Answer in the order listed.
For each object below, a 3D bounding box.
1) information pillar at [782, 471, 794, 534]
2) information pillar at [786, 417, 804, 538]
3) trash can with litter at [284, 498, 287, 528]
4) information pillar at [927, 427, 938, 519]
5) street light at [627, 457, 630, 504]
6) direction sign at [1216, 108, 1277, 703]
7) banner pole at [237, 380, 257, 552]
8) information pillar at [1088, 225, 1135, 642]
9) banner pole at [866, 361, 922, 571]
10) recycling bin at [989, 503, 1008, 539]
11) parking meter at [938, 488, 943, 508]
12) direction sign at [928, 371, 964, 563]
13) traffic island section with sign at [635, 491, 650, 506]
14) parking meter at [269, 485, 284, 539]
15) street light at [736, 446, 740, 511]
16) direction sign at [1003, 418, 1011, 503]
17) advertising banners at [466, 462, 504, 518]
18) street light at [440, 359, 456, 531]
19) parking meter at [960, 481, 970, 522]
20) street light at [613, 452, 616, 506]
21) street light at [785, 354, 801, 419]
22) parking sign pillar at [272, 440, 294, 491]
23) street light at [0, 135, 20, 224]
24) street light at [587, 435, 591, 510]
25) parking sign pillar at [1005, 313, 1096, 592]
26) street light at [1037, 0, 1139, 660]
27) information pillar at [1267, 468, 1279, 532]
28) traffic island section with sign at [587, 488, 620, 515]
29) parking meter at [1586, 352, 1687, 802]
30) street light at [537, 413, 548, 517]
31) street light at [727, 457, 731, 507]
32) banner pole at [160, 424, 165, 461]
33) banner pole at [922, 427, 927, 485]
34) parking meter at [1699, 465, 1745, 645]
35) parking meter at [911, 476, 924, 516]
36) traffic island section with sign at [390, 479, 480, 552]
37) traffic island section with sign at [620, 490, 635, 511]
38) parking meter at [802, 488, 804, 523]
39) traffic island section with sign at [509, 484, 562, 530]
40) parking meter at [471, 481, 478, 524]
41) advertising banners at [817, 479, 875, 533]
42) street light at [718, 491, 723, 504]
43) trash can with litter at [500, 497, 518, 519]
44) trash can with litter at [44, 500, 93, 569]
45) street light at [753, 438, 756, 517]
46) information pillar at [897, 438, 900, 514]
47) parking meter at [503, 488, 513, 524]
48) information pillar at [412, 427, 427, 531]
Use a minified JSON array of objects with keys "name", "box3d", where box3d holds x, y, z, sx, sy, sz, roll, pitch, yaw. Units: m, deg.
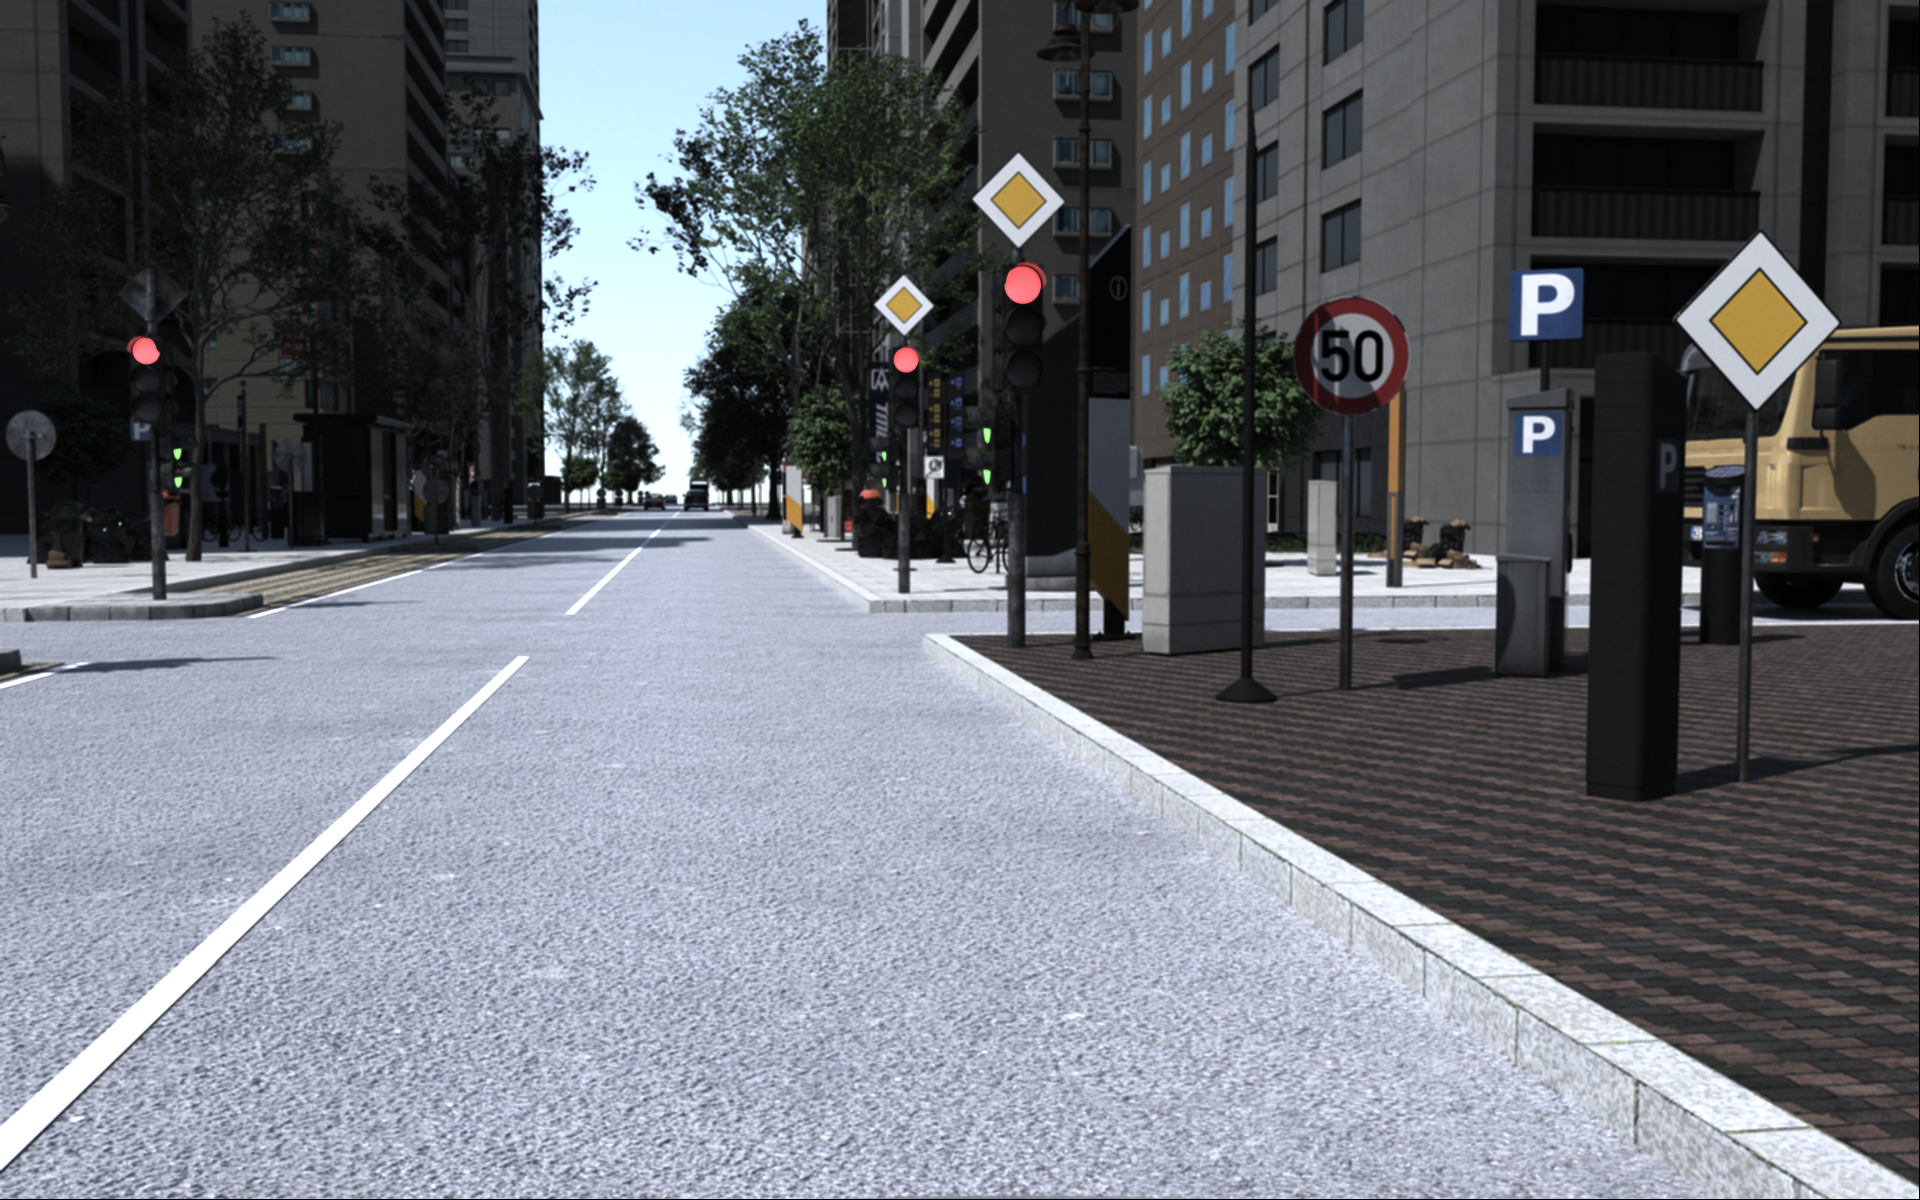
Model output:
[{"name":"information pillar","box3d":[-5.487,-3.112,55.368,0.304,2.012,0.304,1,4,19]},{"name":"information pillar","box3d":[-4.818,-3.614,50.438,0.504,3.616,0.183,0,4,8]},{"name":"trash can with litter","box3d":[-25.801,-3.346,66.096,1.055,1.170,0.624,0,4,3]},{"name":"information pillar","box3d":[-0.802,-3.645,50.947,0.183,3.616,0.504,-3,4,-36]},{"name":"street light","box3d":[-41.526,-14.945,217.131,0.468,5.910,1.993,-1,4,-9]},{"name":"direction sign","box3d":[1.785,-1.143,10.691,0.379,3.537,0.876,1,4,11]},{"name":"banner pole","box3d":[-15.921,-2.963,38.462,0.401,3.779,0.863,-2,4,-35]},{"name":"information pillar","box3d":[1.290,-1.450,15.069,0.504,3.616,0.183,-3,4,-37]},{"name":"banner pole","box3d":[-1.145,-2.378,28.902,0.863,3.779,0.401,-1,4,-18]},{"name":"recycling bin","box3d":[1.165,-2.286,49.936,0.722,1.027,0.722,-2,4,-30]},{"name":"parking meter","box3d":[-0.890,-3.977,73.443,0.372,1.533,0.369,0,3,0]},{"name":"direction sign","box3d":[-0.267,-2.461,32.234,0.876,3.537,0.379,3,5,41]},{"name":"traffic island section with sign","box3d":[-37.009,-11.774,201.136,1.989,1.847,2.006,-1,4,-9]},{"name":"parking meter","box3d":[-19.721,-2.544,50.005,0.372,1.533,0.369,0,3,0]},{"name":"street light","box3d":[-16.966,-9.774,132.596,0.468,5.910,1.993,-1,4,-9]},{"name":"direction sign","box3d":[1.314,-3.643,51.564,0.379,3.537,0.876,2,4,34]},{"name":"advertising banners","box3d":[-25.799,-5.988,94.084,2.074,3.025,0.090,0,4,8]},{"name":"street light","box3d":[-17.522,-5.301,59.454,0.468,5.910,1.993,-1,4,-9]},{"name":"parking meter","box3d":[0.232,-4.238,75.008,0.399,1.863,0.255,1,4,10]},{"name":"street light","box3d":[-35.659,-12.598,178.758,0.468,5.910,1.993,-1,4,-9]},{"name":"street light","box3d":[-5.512,-5.161,57.174,0.468,5.910,1.993,-1,4,-9]},{"name":"parking sign pillar","box3d":[-33.762,-5.989,86.393,1.447,3.967,1.447,1,4,8]},{"name":"street light","box3d":[-11.817,-2.942,20.889,0.468,5.910,1.993,-1,4,-9]},{"name":"street light","box3d":[-29.114,-9.973,135.853,0.468,5.910,1.993,-1,4,-9]},{"name":"parking sign pillar","box3d":[1.330,-2.130,23.297,1.447,3.967,1.447,-2,4,-31]},{"name":"street light","box3d":[0.955,-2.479,13.321,0.468,5.910,1.993,-1,4,-9]},{"name":"information pillar","box3d":[8.860,-2.722,48.992,0.304,2.012,0.304,1,4,13]},{"name":"traffic island section with sign","box3d":[-24.613,-6.763,119.208,1.989,1.847,2.006,-1,4,-9]},{"name":"parking meter","box3d":[2.875,-0.101,7.357,0.399,1.863,0.255,-3,5,-44]},{"name":"street light","box3d":[-23.405,-7.608,97.185,0.468,5.910,1.993,-1,4,-9]},{"name":"street light","box3d":[-22.822,-12.142,171.308,0.468,5.910,1.993,-1,4,-9]},{"name":"banner pole","box3d":[-24.901,-3.914,54.008,0.863,3.779,0.401,3,4,38]},{"name":"banner pole","box3d":[-1.184,-4.104,57.110,0.863,3.779,0.401,3,5,41]},{"name":"parking meter","box3d":[6.561,-0.394,14.850,0.372,1.533,0.369,0,3,0]},{"name":"parking meter","box3d":[-1.327,-2.986,54.526,0.255,1.863,0.399,-2,4,-35]},{"name":"traffic island section with sign","box3d":[-13.151,-2.132,43.478,1.989,1.847,2.006,-1,4,-9]},{"name":"traffic island section with sign","box3d":[-28.724,-8.425,146.380,1.989,1.847,2.006,-1,4,-9]},{"name":"parking meter","box3d":[-6.780,-3.962,73.192,0.372,1.533,0.369,0,3,0]},{"name":"traffic island section with sign","box3d":[-17.214,-3.774,70.339,1.989,1.847,2.006,-1,4,-9]},{"name":"parking meter","box3d":[-20.829,-4.198,74.346,0.255,1.863,0.399,0,4,-3]},{"name":"advertising banners","box3d":[-3.724,-3.762,57.696,2.074,3.025,0.090,0,4,4]},{"name":"street light","box3d":[-35.339,-17.169,253.493,0.468,5.910,1.993,-1,4,-9]},{"name":"trash can with litter","box3d":[-24.218,-4.902,91.208,2.233,1.210,1.678,-1,4,-11]},{"name":"trash can with litter","box3d":[-15.459,-1.138,30.000,0.624,1.170,1.055,-1,4,-15]},{"name":"street light","box3d":[-11.457,-7.555,96.307,0.468,5.910,1.993,-1,4,-9]},{"name":"information pillar","box3d":[-2.164,-4.461,64.294,0.183,3.616,0.504,2,4,31]},{"name":"parking meter","box3d":[-19.550,-4.068,74.921,0.372,1.533,0.369,0,3,0]},{"name":"information pillar","box3d":[-18.553,-4.169,59.522,0.183,3.616,0.504,3,5,40]}]
